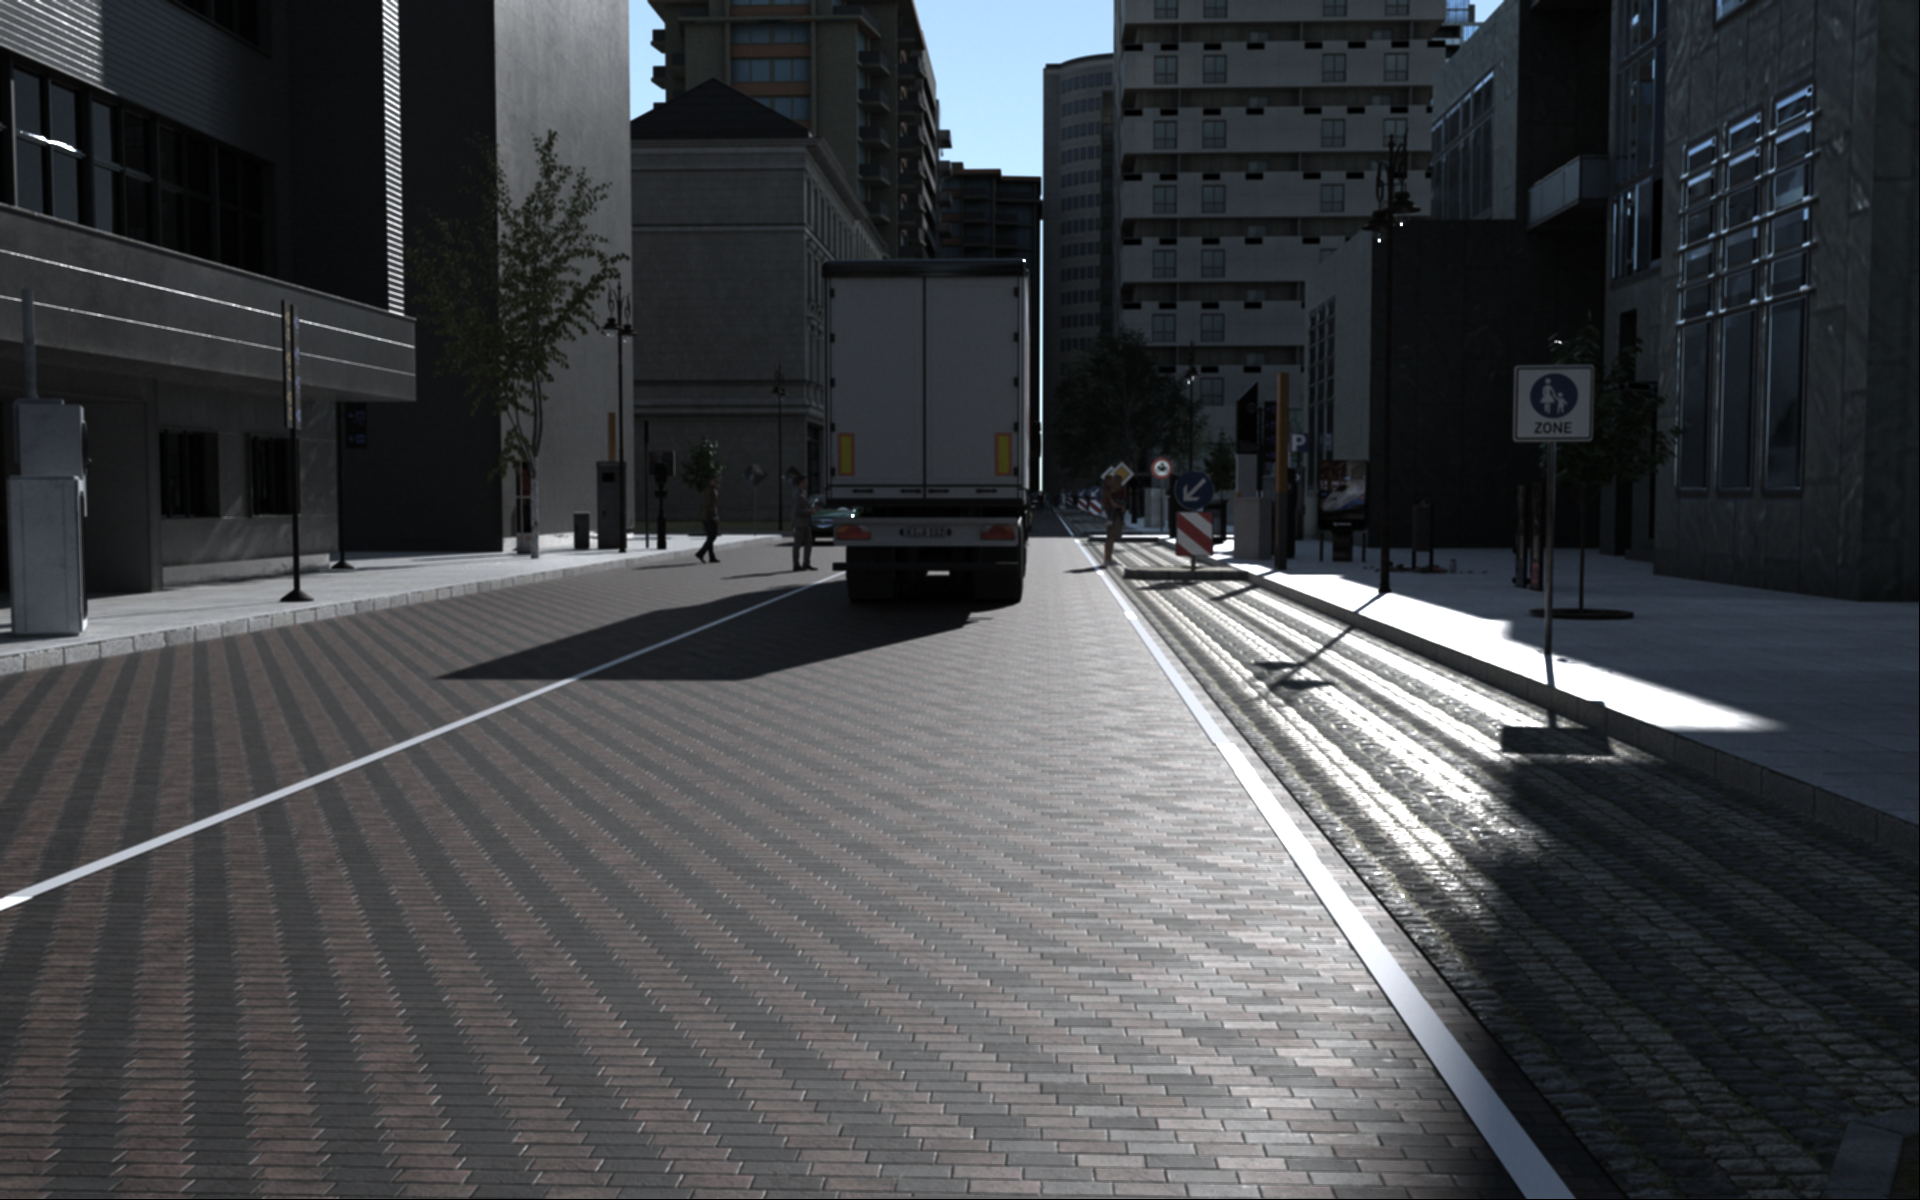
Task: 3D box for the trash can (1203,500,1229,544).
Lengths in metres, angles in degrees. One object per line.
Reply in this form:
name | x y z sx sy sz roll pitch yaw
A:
trash can | 6.613 -2.038 44.973 0.748 1.137 0.748 0 3 0

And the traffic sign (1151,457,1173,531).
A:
traffic sign | 6.966 -3.649 59.769 0.768 2.556 0.104 0 4 5

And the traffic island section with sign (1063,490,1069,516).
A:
traffic island section with sign | 7.777 -6.325 112.041 1.989 1.847 2.006 0 4 3

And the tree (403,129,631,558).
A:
tree | -8.729 -5.134 34.307 4.737 8.622 4.395 0 3 0

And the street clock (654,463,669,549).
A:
street clock | -6.948 -2.184 40.283 0.358 2.002 0.471 -1 4 -18

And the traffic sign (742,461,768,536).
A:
traffic sign | -6.281 -3.022 53.048 0.795 2.450 0.064 0 4 3

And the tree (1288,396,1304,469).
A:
tree | 24.655 -10.552 122.888 4.737 8.622 4.395 0 3 0

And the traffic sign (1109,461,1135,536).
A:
traffic sign | 4.899 -2.988 52.494 0.795 2.450 0.064 0 4 3

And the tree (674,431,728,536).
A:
tree | -7.976 -3.576 53.062 1.663 3.219 1.824 0 3 0

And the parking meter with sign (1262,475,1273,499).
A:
parking meter with sign | 12.552 -4.492 69.701 1.738 3.016 0.543 1 4 20

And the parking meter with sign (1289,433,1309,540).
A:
parking meter with sign | 9.468 -3.216 48.846 0.543 3.016 1.738 1 4 16

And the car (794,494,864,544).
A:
car | -3.763 -2.383 50.756 2.131 1.459 4.920 0 4 2

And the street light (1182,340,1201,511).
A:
street light | 6.933 -4.845 51.995 0.468 5.910 1.993 0 4 3

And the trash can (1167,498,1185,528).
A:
trash can | 7.798 -3.099 62.320 0.748 1.137 0.748 0 3 0

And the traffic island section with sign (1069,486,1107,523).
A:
traffic island section with sign | 6.502 -4.678 85.115 1.989 1.847 2.006 0 4 3

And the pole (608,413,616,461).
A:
pole | -8.731 -3.037 43.502 0.158 3.312 0.155 0 3 0

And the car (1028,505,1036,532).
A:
car | 1.889 -3.460 66.791 2.015 1.641 3.980 0 4 4

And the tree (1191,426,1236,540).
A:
tree | 7.308 -3.332 49.078 1.663 3.219 1.824 0 3 0

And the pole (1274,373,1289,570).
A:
pole | 5.433 -2.167 29.267 0.158 3.312 0.155 0 3 0

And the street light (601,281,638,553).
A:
street light | -7.398 -3.975 37.785 0.468 5.910 1.993 0 4 3

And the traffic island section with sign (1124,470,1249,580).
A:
traffic island section with sign | 3.826 -1.282 29.589 1.989 1.847 2.006 0 4 3

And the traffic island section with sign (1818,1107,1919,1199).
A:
traffic island section with sign | 2.537 0.365 2.665 1.989 1.847 2.006 0 4 3

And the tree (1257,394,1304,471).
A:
tree | 22.678 -10.874 128.151 4.360 8.622 3.978 0 3 0

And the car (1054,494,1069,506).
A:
car | 11.921 -11.679 202.950 2.014 1.417 4.499 0 4 3

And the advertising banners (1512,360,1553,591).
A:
advertising banners | 7.676 -1.640 23.001 0.090 3.025 2.074 0 4 3

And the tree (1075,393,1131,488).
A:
tree | 10.420 -10.472 121.575 4.360 8.622 3.978 0 3 0

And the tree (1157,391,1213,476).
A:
tree | 15.000 -10.183 116.855 4.737 8.622 4.395 0 3 0

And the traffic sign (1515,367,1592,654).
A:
traffic sign | 4.704 -0.713 13.794 0.606 2.300 0.079 1 4 11

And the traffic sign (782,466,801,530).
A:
traffic sign | -5.899 -3.510 61.024 0.795 2.450 0.064 0 4 3

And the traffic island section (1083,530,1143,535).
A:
traffic island section | 5.305 -2.340 60.546 2.009 0.180 2.903 0 4 3

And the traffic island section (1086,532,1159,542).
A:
traffic island section | 4.923 -1.853 52.570 2.009 0.180 2.903 0 4 3

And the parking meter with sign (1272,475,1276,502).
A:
parking meter with sign | 12.462 -4.147 64.060 1.738 3.016 0.543 -3 4 -36

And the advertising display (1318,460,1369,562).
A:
advertising display | 7.277 -1.693 32.896 0.974 1.923 0.123 2 4 34

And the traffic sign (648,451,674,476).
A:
traffic sign | -7.014 -2.359 40.696 0.606 2.300 0.079 0 4 4

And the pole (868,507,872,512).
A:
pole | -5.122 -6.393 98.369 0.158 3.312 0.155 0 3 0

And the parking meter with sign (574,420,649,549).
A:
parking meter with sign | -8.227 -2.726 40.837 1.738 3.016 0.543 -1 4 -11

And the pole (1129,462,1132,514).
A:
pole | 10.953 -7.179 111.218 0.158 3.312 0.155 0 3 0

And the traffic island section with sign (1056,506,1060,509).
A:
traffic island section with sign | 10.189 -9.407 162.435 1.989 1.847 2.006 0 4 3

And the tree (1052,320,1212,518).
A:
tree | 9.404 -9.663 92.403 8.767 10.594 7.601 -1 4 -21

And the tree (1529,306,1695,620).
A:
tree | 6.424 -1.430 17.980 1.663 3.219 1.824 0 3 0

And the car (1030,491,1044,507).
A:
car | 8.636 -11.564 197.746 2.281 1.827 5.304 0 4 3

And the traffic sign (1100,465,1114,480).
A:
traffic sign | 5.282 -3.476 60.470 0.795 2.450 0.064 0 4 3

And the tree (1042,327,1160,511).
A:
tree | 10.769 -13.856 133.203 9.857 13.997 8.962 0 3 0

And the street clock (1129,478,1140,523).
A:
street clock | 7.627 -4.353 75.745 0.471 2.002 0.358 2 4 34
